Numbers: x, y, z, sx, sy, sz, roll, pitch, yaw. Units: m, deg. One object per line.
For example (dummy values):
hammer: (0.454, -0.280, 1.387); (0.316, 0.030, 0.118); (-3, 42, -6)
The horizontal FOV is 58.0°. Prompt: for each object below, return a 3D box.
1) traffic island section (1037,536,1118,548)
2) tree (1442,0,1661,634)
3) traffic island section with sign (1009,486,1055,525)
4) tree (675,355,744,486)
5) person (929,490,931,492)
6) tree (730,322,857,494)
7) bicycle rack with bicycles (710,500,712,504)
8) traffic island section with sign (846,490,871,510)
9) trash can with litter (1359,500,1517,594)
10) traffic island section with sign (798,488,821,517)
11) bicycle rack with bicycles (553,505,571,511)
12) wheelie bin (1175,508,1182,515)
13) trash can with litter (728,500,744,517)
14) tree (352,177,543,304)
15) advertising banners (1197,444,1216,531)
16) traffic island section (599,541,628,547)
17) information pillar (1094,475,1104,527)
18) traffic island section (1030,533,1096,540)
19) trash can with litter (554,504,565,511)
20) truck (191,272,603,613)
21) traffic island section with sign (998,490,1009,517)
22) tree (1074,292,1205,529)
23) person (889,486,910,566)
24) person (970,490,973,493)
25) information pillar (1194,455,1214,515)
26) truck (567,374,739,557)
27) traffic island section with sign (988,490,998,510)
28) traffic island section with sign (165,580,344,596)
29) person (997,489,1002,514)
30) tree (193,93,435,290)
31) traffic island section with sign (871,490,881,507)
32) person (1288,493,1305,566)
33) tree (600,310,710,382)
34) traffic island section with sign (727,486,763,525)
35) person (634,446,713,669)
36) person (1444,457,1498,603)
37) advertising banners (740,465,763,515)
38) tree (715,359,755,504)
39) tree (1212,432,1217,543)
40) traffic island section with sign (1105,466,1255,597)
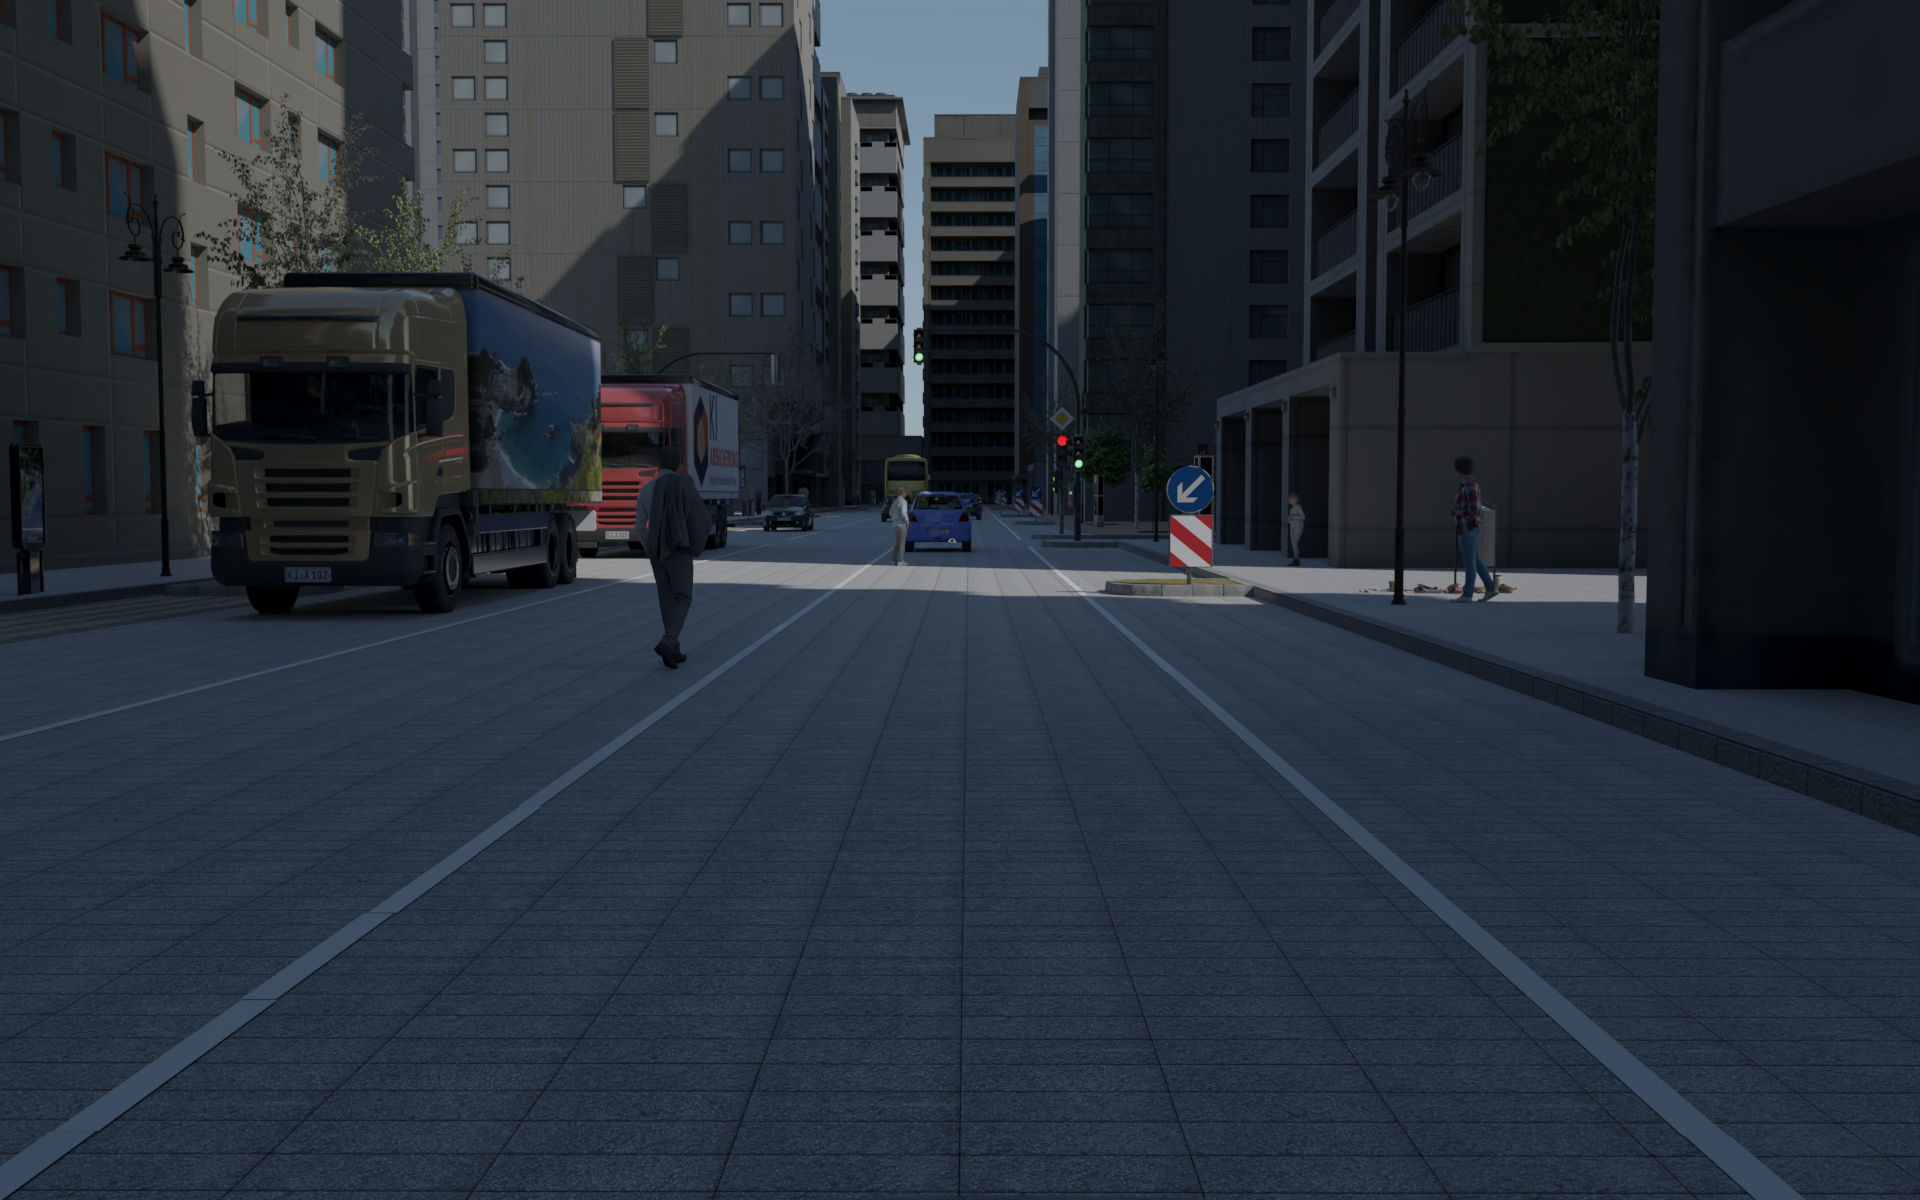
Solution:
traffic island section: (3.243, -1.552, 47.648); (2.009, 0.180, 2.903); (0, 4, 0)
tree: (6.368, -3.992, 15.634); (4.737, 8.622, 4.395); (0, 3, 0)
traffic island section with sign: (3.422, -4.429, 81.042); (1.989, 1.847, 2.006); (0, 4, 0)
tree: (-13.164, -8.564, 90.383); (4.360, 8.622, 3.978); (0, 3, 0)
person: (-3.547, -12.119, 206.280); (0.705, 1.869, 1.348); (1, 4, 16)
tree: (-12.156, -12.968, 122.397); (12.009, 13.543, 11.850); (0, 3, 0)
bicycle rack with bicycles: (-16.509, -6.436, 118.612); (2.852, 0.926, 2.925); (0, 4, -5)
traffic island section with sign: (-9.407, -9.160, 158.399); (1.989, 1.847, 2.006); (0, 4, 0)
trash can with litter: (6.337, -0.713, 22.717); (2.233, 1.210, 1.678); (0, 4, 4)
traffic island section with sign: (-9.660, -6.036, 107.312); (1.989, 1.847, 2.006); (0, 4, 0)
bicycle rack with bicycles: (-17.846, -4.125, 80.830); (2.852, 0.926, 2.925); (-1, 4, -15)
wheelie bin: (9.218, -3.852, 70.888); (0.980, 1.594, 0.693); (3, 4, 38)
trash can with litter: (-13.102, -5.396, 99.283); (1.678, 1.210, 2.233); (-2, 4, -32)
tree: (-12.356, -5.561, 41.289); (4.737, 8.622, 4.395); (0, 3, 0)
advertising banners: (9.069, -3.956, 60.872); (2.074, 3.025, 0.090); (-2, 4, -35)
traffic island section: (-10.298, -1.556, 47.722); (2.009, 0.180, 2.903); (0, 4, 0)
information pillar: (5.422, -3.856, 67.532); (0.304, 2.012, 0.304); (-1, 4, -22)
traffic island section: (3.284, -2.040, 55.633); (2.009, 0.180, 2.903); (0, 4, 0)
trash can with litter: (-16.855, -3.685, 71.301); (2.233, 1.210, 1.678); (-1, 4, -13)
truck: (-7.323, -2.158, 24.204); (2.839, 4.237, 11.283); (0, 4, 0)
traffic island section with sign: (3.552, -6.078, 107.997); (1.989, 1.847, 2.006); (0, 4, 0)
tree: (6.801, -6.952, 64.034); (4.360, 8.622, 3.978); (0, 3, 0)
person: (-1.175, -1.482, 34.549); (0.330, 1.601, 0.589); (-2, 4, -24)
person: (0.842, -7.945, 139.119); (0.721, 1.735, 1.217); (1, 4, 22)
information pillar: (4.634, -1.740, 32.946); (0.304, 2.012, 0.304); (-1, 4, -9)
truck: (-7.459, -3.297, 42.824); (2.839, 4.237, 11.283); (0, 4, 1)
traffic island section with sign: (3.810, -9.098, 157.387); (1.989, 1.847, 2.006); (0, 4, 0)
traffic island section with sign: (-10.085, -1.005, 25.052); (1.989, 1.847, 2.006); (0, 4, 0)
person: (2.902, -7.176, 126.175); (0.374, 1.781, 0.599); (1, 4, 16)
tree: (-12.157, -5.053, 32.984); (4.360, 8.622, 3.978); (0, 3, 0)
traffic island section with sign: (-9.273, -10.809, 185.354); (1.989, 1.847, 2.006); (0, 4, 0)
person: (5.979, -1.259, 30.914); (0.394, 1.301, 0.425); (-3, 4, -36)
tree: (-13.203, -7.237, 68.685); (4.737, 8.622, 4.395); (0, 3, 0)
traffic island section with sign: (-9.807, -4.384, 80.308); (1.989, 1.847, 2.006); (0, 4, 0)
person: (-2.375, -0.355, 14.402); (0.679, 1.850, 0.850); (1, 4, 11)
person: (6.040, -0.829, 20.433); (0.643, 1.720, 0.563); (1, 4, 15)
advertising banners: (-12.875, -6.756, 106.646); (0.090, 3.025, 2.074); (2, 4, 34)
tree: (-13.300, -8.858, 95.190); (4.737, 8.622, 4.395); (0, 3, 0)
tree: (7.185, -3.151, 46.127); (1.663, 3.219, 1.824); (0, 3, 0)
traffic island section with sign: (3.139, -1.010, 25.141); (1.989, 1.847, 2.006); (0, 4, 0)
